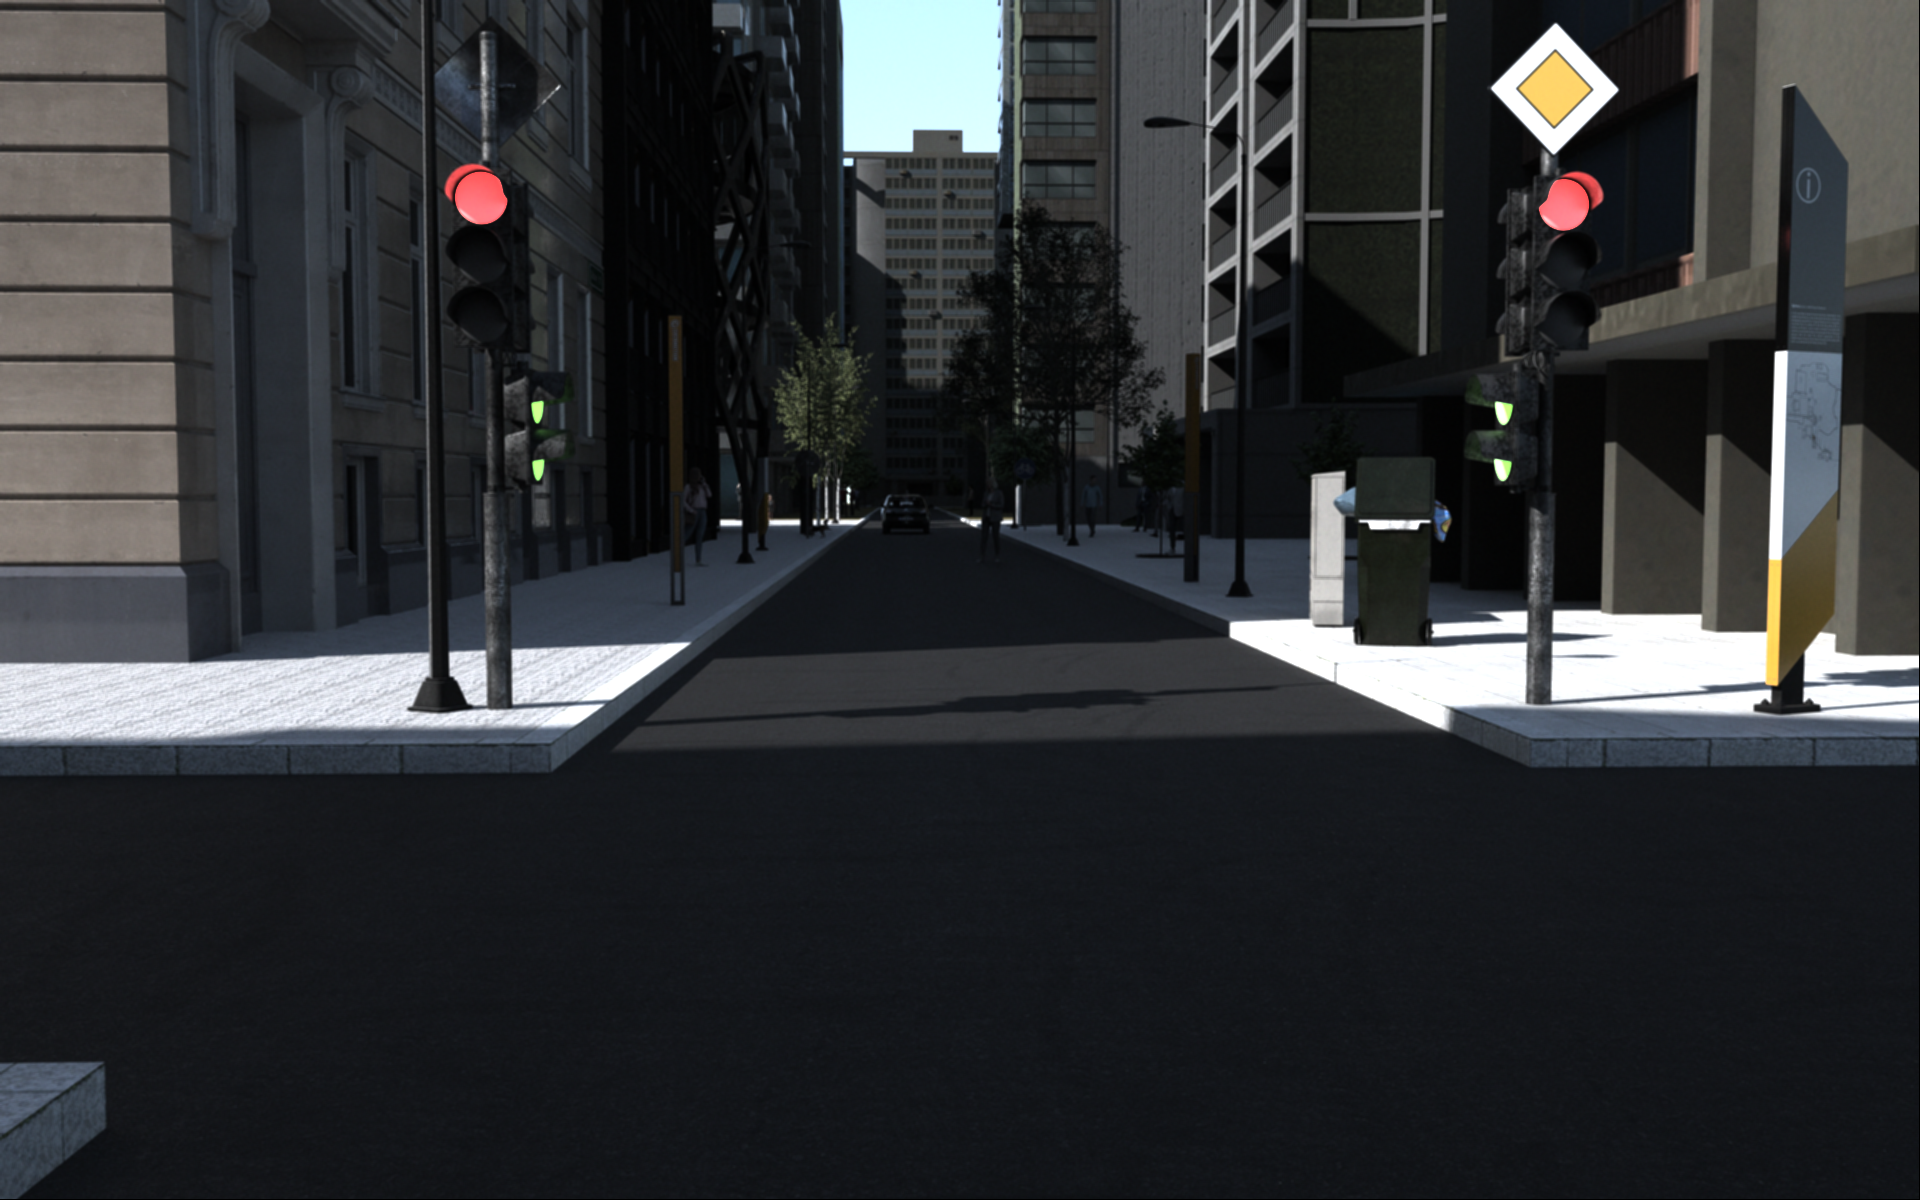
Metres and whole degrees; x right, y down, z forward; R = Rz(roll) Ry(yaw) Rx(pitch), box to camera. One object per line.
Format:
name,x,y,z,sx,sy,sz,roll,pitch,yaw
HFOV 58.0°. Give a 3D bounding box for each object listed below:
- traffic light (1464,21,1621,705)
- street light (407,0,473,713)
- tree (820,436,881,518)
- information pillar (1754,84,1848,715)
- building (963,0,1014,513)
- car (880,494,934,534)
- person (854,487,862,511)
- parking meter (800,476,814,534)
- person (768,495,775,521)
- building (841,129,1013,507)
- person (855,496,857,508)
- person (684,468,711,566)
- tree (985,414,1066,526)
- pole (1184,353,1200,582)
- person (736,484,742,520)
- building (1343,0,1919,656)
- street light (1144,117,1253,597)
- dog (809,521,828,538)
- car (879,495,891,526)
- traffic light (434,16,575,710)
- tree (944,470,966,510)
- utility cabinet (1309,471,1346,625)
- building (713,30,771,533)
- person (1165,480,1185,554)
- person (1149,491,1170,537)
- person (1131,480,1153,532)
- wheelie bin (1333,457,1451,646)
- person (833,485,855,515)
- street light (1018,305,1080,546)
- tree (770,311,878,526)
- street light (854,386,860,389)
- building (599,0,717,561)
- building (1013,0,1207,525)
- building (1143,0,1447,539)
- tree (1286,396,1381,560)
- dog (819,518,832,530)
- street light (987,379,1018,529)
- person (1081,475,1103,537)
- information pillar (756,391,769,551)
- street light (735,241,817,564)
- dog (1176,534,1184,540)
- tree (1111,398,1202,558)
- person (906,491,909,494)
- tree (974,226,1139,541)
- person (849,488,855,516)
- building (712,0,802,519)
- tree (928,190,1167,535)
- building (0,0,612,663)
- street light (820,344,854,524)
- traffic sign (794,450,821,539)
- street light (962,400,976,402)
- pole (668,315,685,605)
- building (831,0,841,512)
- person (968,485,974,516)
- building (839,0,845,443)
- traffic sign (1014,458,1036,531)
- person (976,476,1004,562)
traffic light,3.520,-1.319,10.480,0.839,4.253,0.868,0,4,-2
street light,-2.554,-2.300,10.144,1.470,5.913,1.316,0,4,-2
tree,-6.057,-6.718,93.548,4.285,4.588,4.351,0,3,0
information pillar,4.947,-1.148,10.131,0.504,3.616,0.183,-2,4,-26
building,11.973,-50.771,142.777,22.319,86.520,31.000,0,4,-2
car,-1.961,-3.289,63.554,2.009,1.686,4.222,0,4,-1
person,-7.760,-7.730,132.298,0.599,1.838,0.709,3,4,38
parking meter,-4.913,-3.051,55.598,0.399,1.863,0.255,-2,4,-28
person,-9.144,-4.474,83.863,0.362,1.253,0.373,-2,4,-26
building,-2.454,-30.298,187.254,23.993,40.220,32.217,0,4,-2
person,-9.138,-9.023,154.119,0.434,1.755,0.990,0,4,3
person,-4.780,-1.475,30.755,0.643,1.750,0.593,3,4,35
tree,2.572,-5.240,69.383,4.285,4.588,4.351,0,3,0
pole,3.385,-1.920,25.239,0.158,3.312,0.155,0,3,0
person,-10.693,-4.827,84.328,0.474,1.900,0.648,-1,4,-11
building,20.170,-22.413,21.075,28.867,44.769,22.147,0,4,-2
street light,2.963,-2.995,21.513,1.470,5.913,1.316,0,4,-2
dog,-4.209,-2.082,50.869,0.540,0.507,0.406,-2,4,-35
car,-2.696,-4.101,79.049,2.014,1.417,4.499,0,4,-2
traffic light,-2.737,-1.304,10.247,0.839,4.253,0.868,0,4,-2
tree,-0.587,-8.821,138.821,1.663,3.219,1.824,0,3,0
utility cabinet,3.630,-0.521,17.194,0.318,1.500,1.173,1,4,10
building,-14.831,-11.598,57.074,16.820,18.784,16.811,0,4,-2
person,4.740,-1.927,37.389,0.661,1.843,0.795,3,5,43
person,6.012,-2.748,51.251,0.850,1.792,0.678,-2,4,-31
person,6.226,-3.222,58.897,0.721,1.800,0.419,2,4,31
wheelie bin,3.693,-0.423,14.831,0.980,1.594,0.693,1,4,16
person,-7.072,-6.083,105.438,1.348,1.831,0.705,0,4,2
street light,2.268,-4.297,42.798,1.470,5.913,1.316,0,4,-2
tree,-5.763,-7.352,70.567,4.737,8.622,4.395,0,3,0
street light,-4.865,-6.257,74.839,1.470,5.913,1.316,0,4,-2
building,-12.708,-12.860,39.932,12.332,23.373,15.834,0,4,-2
building,9.321,-18.778,78.723,14.160,30.474,14.107,0,4,-2
building,17.379,-37.561,52.370,20.563,71.187,20.611,0,4,-2
tree,7.387,-2.421,34.186,1.663,3.219,1.824,0,3,0
dog,-4.857,-2.728,62.342,0.550,0.427,0.748,0,4,-1
street light,1.484,-5.599,64.080,1.470,5.913,1.316,0,4,-2
person,3.964,-2.790,51.523,0.638,1.841,0.748,2,4,29
information pillar,-4.477,-2.933,39.302,0.183,3.616,0.504,-2,4,-26
street light,-3.437,-3.633,31.945,1.470,5.913,1.316,0,4,-2
dog,6.173,-1.849,47.965,0.550,0.427,0.748,-1,4,-23
tree,4.163,-2.468,34.958,1.663,3.219,1.824,0,3,0
person,-4.518,-8.402,146.607,1.217,1.736,0.721,-1,4,-20
tree,2.657,-5.912,47.031,4.360,8.622,3.978,0,3,0
person,-6.469,-5.943,103.176,0.705,1.831,1.348,0,4,-5
building,-20.794,-29.352,99.511,23.786,49.044,30.456,0,4,-2
tree,2.832,-7.308,53.905,7.601,10.594,8.767,0,4,2
building,-12.407,-14.426,21.763,13.634,28.700,20.117,0,4,-2
street light,-4.123,-4.955,53.556,1.470,5.913,1.316,0,4,-2
traffic sign,-4.398,-3.048,49.946,0.768,2.556,0.104,0,4,5
street light,0.822,-6.901,85.366,1.470,5.913,1.316,0,4,-2
pole,-3.261,-1.595,19.923,0.158,3.312,0.155,0,3,0
building,-15.714,-26.830,122.267,14.154,41.232,14.086,0,4,-2
person,0.613,-5.810,101.052,0.705,1.823,1.348,0,4,5
building,-17.396,-30.603,150.463,14.200,45.320,14.600,0,4,-2
traffic sign,2.278,-3.702,60.639,0.768,2.556,0.104,0,4,2
person,0.660,-1.697,36.426,0.537,1.800,0.526,3,4,38
